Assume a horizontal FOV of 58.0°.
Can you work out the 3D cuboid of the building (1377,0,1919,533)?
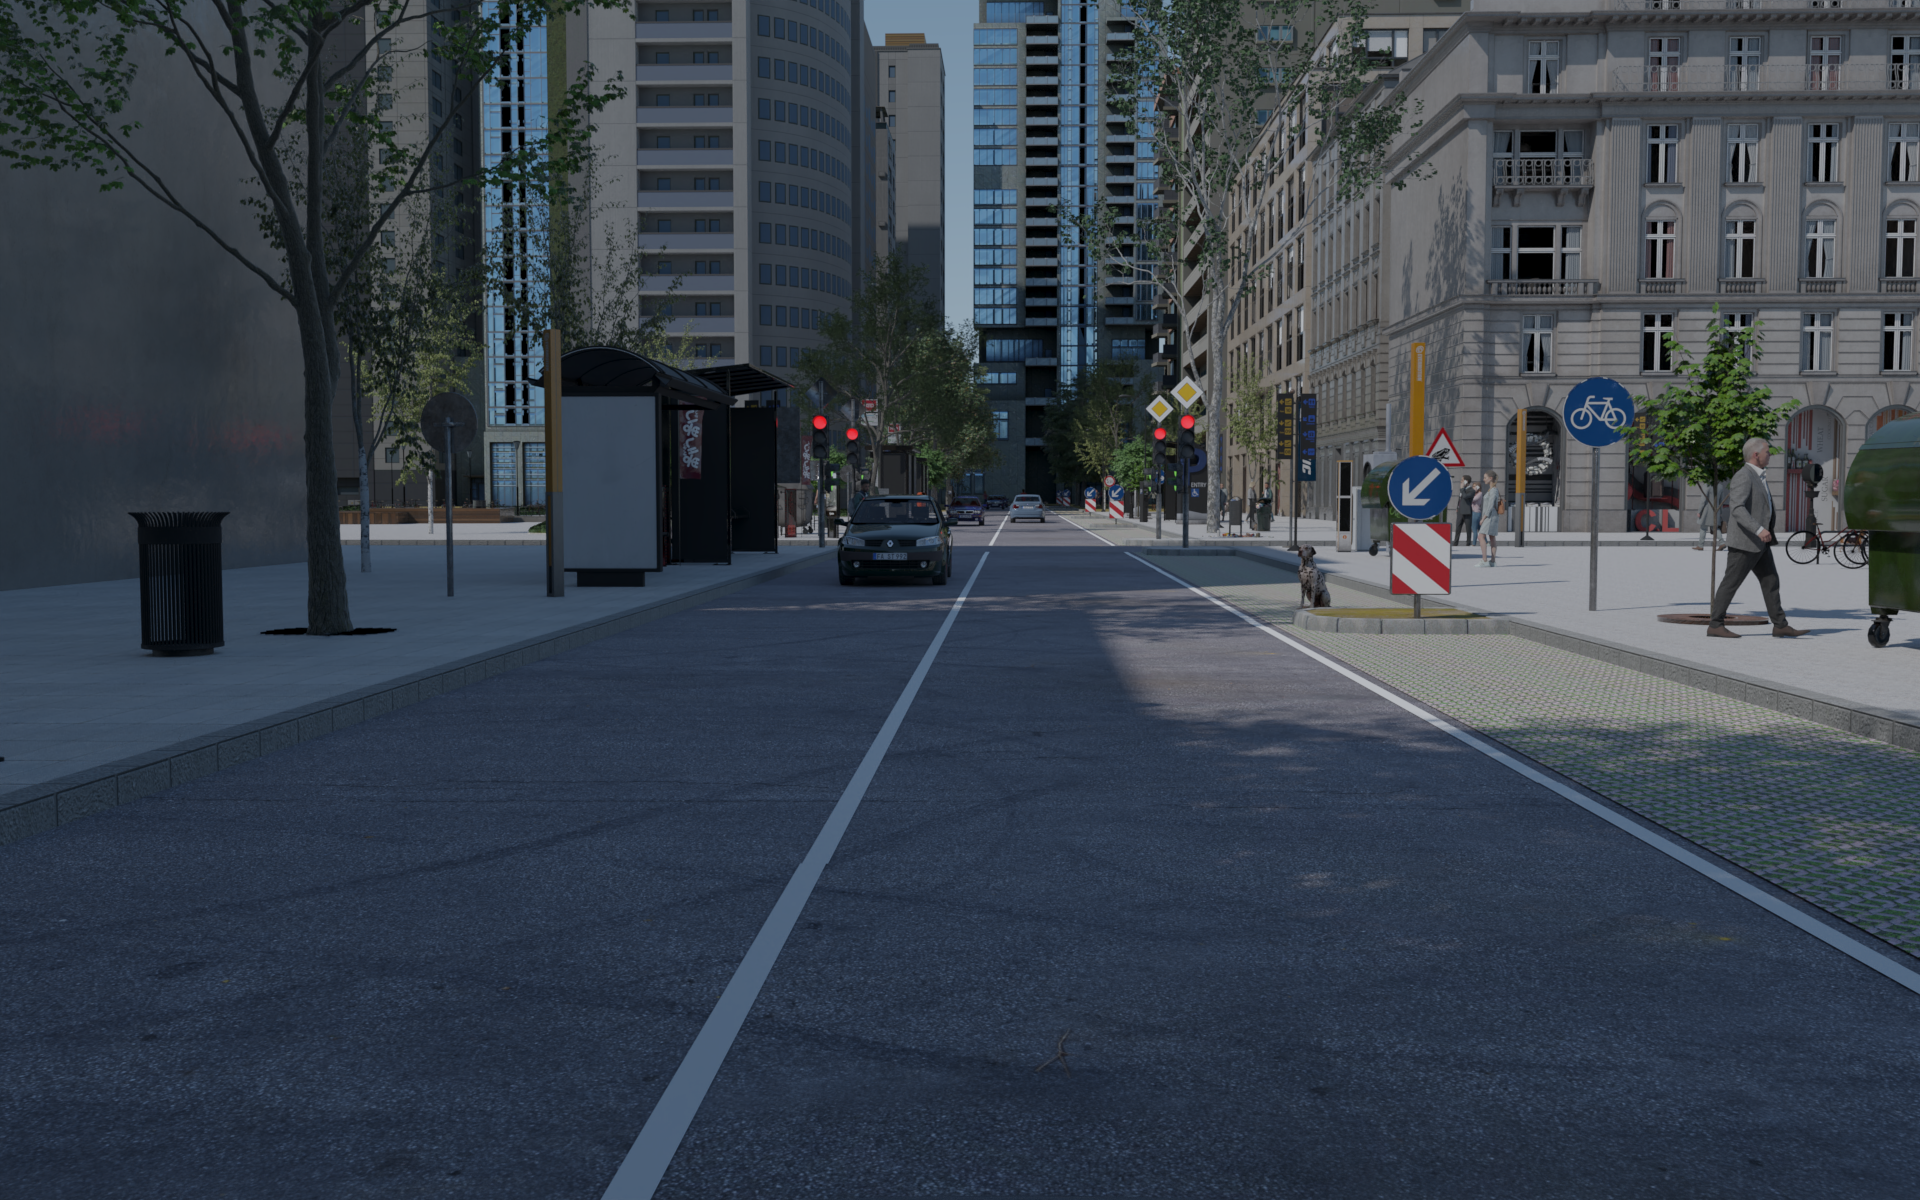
[{"bbox_3d":[28.363,-13.487,62.316,24.055,21.916,13.314,0,4,2],"label":"building"}]

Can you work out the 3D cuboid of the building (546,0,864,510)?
[{"bbox_3d":[-19.367,-36.499,138.753,21.231,58.520,28.212,0,4,2],"label":"building"}]

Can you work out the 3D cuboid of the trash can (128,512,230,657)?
[{"bbox_3d":[-6.216,-0.133,13.828,0.748,1.137,0.748,0,3,0],"label":"trash can"}]

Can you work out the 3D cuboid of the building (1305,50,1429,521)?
[{"bbox_3d":[22.375,-14.150,80.495,9.793,20.994,18.267,0,4,2],"label":"building"}]

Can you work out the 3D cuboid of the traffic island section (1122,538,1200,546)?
[{"bbox_3d":[5.673,-1.651,49.280,2.009,0.180,2.903,0,4,2],"label":"traffic island section"}]

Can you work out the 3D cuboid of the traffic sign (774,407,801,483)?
[{"bbox_3d":[-4.866,-2.868,40.770,2.265,3.308,0.079,1,4,8],"label":"traffic sign"}]

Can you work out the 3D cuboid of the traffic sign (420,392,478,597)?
[{"bbox_3d":[-6.385,-1.317,21.631,0.768,2.556,0.104,1,4,10],"label":"traffic sign"}]

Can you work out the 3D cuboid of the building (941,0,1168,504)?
[{"bbox_3d":[13.542,-55.804,225.060,31.000,86.520,22.319,0,4,2],"label":"building"}]

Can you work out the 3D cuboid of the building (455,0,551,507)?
[{"bbox_3d":[-36.844,-53.132,181.374,31.000,86.520,22.319,0,4,2],"label":"building"}]

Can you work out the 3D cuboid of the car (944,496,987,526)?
[{"bbox_3d":[0.266,-4.084,79.351,1.945,1.354,3.894,0,4,1],"label":"car"}]

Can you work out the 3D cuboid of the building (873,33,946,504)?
[{"bbox_3d":[-16.089,-41.817,225.699,28.212,58.520,21.231,0,4,2],"label":"building"}]

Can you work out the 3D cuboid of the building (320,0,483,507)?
[{"bbox_3d":[-62.817,-45.574,183.380,20.611,71.187,20.563,0,4,2],"label":"building"}]

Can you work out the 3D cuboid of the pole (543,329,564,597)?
[{"bbox_3d":[-5.054,-1.694,21.544,0.158,3.312,0.155,0,3,0],"label":"pole"}]

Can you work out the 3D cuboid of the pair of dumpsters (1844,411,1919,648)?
[{"bbox_3d":[8.128,-0.604,12.363,1.574,2.255,4.437,0,4,2],"label":"pair of dumpsters"}]

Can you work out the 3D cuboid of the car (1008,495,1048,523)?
[{"bbox_3d":[3.404,-4.583,86.934,2.014,1.417,4.499,0,4,2],"label":"car"}]

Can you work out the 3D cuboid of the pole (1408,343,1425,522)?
[{"bbox_3d":[6.177,-1.811,23.448,0.158,3.312,0.155,0,3,0],"label":"pole"}]

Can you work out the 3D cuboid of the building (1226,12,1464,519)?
[{"bbox_3d":[28.146,-18.473,106.551,19.350,26.468,34.151,0,4,2],"label":"building"}]

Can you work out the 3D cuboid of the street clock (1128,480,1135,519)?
[{"bbox_3d":[8.907,-5.225,90.005,0.358,2.002,0.471,2,4,30],"label":"street clock"}]

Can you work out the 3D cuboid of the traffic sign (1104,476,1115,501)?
[{"bbox_3d":[10.377,-7.342,120.151,0.768,2.556,0.104,1,4,9],"label":"traffic sign"}]

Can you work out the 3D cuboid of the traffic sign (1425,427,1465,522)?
[{"bbox_3d":[9.395,-2.068,33.811,0.884,2.594,0.081,0,4,5],"label":"traffic sign"}]

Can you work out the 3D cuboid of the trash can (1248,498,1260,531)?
[{"bbox_3d":[10.485,-3.010,60.860,0.748,1.137,0.748,0,3,0],"label":"trash can"}]

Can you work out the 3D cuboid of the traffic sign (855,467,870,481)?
[{"bbox_3d":[-4.609,-4.979,81.514,0.768,2.556,0.104,0,4,4],"label":"traffic sign"}]

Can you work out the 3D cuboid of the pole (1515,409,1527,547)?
[{"bbox_3d":[13.481,-2.923,41.634,0.158,3.312,0.155,0,3,0],"label":"pole"}]

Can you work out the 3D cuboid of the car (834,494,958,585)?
[{"bbox_3d":[-1.021,-1.145,28.509,2.009,1.686,4.222,0,4,1],"label":"car"}]

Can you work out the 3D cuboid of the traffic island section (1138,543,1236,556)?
[{"bbox_3d":[5.399,-1.163,41.299,2.009,0.180,2.903,0,4,2],"label":"traffic island section"}]

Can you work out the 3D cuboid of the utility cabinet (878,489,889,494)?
[{"bbox_3d":[-3.448,-3.760,70.159,1.173,1.500,0.318,-3,4,-38],"label":"utility cabinet"}]

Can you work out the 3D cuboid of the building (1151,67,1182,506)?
[{"bbox_3d":[31.135,-31.934,176.741,22.147,44.769,28.867,0,4,2],"label":"building"}]

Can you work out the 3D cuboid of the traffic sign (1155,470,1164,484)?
[{"bbox_3d":[10.382,-5.523,90.407,0.768,2.556,0.104,0,4,3],"label":"traffic sign"}]

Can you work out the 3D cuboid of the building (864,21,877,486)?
[{"bbox_3d":[-15.229,-31.205,160.318,14.600,45.320,14.200,0,4,2],"label":"building"}]

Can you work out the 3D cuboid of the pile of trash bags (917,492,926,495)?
[{"bbox_3d":[-2.888,-4.916,90.125,1.912,1.369,3.447,3,4,36],"label":"pile of trash bags"}]

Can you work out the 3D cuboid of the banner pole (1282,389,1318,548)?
[{"bbox_3d":[8.114,-3.134,41.261,0.863,3.779,0.401,2,4,35],"label":"banner pole"}]

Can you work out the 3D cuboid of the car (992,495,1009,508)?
[{"bbox_3d":[4.236,-10.489,184.073,1.945,1.354,3.894,0,4,2],"label":"car"}]

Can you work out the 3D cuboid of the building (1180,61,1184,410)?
[{"bbox_3d":[26.587,-28.809,154.626,14.154,41.232,14.086,0,4,2],"label":"building"}]

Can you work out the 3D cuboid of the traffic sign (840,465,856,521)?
[{"bbox_3d":[-4.860,-4.606,75.409,0.768,2.556,0.104,0,4,2],"label":"traffic sign"}]

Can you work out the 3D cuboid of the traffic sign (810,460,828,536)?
[{"bbox_3d":[-4.288,-3.086,52.590,0.606,2.300,0.079,0,4,4],"label":"traffic sign"}]

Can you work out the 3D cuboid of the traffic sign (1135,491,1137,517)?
[{"bbox_3d":[10.011,-6.021,98.449,0.884,2.594,0.081,1,4,12],"label":"traffic sign"}]

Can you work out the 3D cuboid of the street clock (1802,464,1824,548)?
[{"bbox_3d":[20.241,-2.238,41.160,0.471,2.002,0.358,-2,4,-24],"label":"street clock"}]

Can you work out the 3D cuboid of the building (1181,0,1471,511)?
[{"bbox_3d":[29.195,-31.349,136.265,21.300,48.544,21.600,0,4,2],"label":"building"}]

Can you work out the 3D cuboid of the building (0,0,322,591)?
[{"bbox_3d":[-29.588,-13.416,23.870,34.151,26.468,19.350,0,4,2],"label":"building"}]

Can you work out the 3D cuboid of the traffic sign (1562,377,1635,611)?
[{"bbox_3d":[6.952,-1.153,18.950,0.768,2.556,0.104,0,4,5],"label":"traffic sign"}]

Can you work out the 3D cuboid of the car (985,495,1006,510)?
[{"bbox_3d":[3.297,-9.100,161.370,1.945,1.354,3.894,0,4,2],"label":"car"}]

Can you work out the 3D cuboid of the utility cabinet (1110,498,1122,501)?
[{"bbox_3d":[9.633,-5.869,107.122,0.306,1.237,1.020,2,4,33],"label":"utility cabinet"}]

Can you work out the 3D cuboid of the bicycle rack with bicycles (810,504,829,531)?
[{"bbox_3d":[-4.366,-2.949,61.594,2.852,0.926,2.925,0,4,2],"label":"bicycle rack with bicycles"}]

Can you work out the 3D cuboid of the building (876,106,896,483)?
[{"bbox_3d":[-14.049,-30.676,185.140,14.086,41.232,14.154,0,4,2],"label":"building"}]
